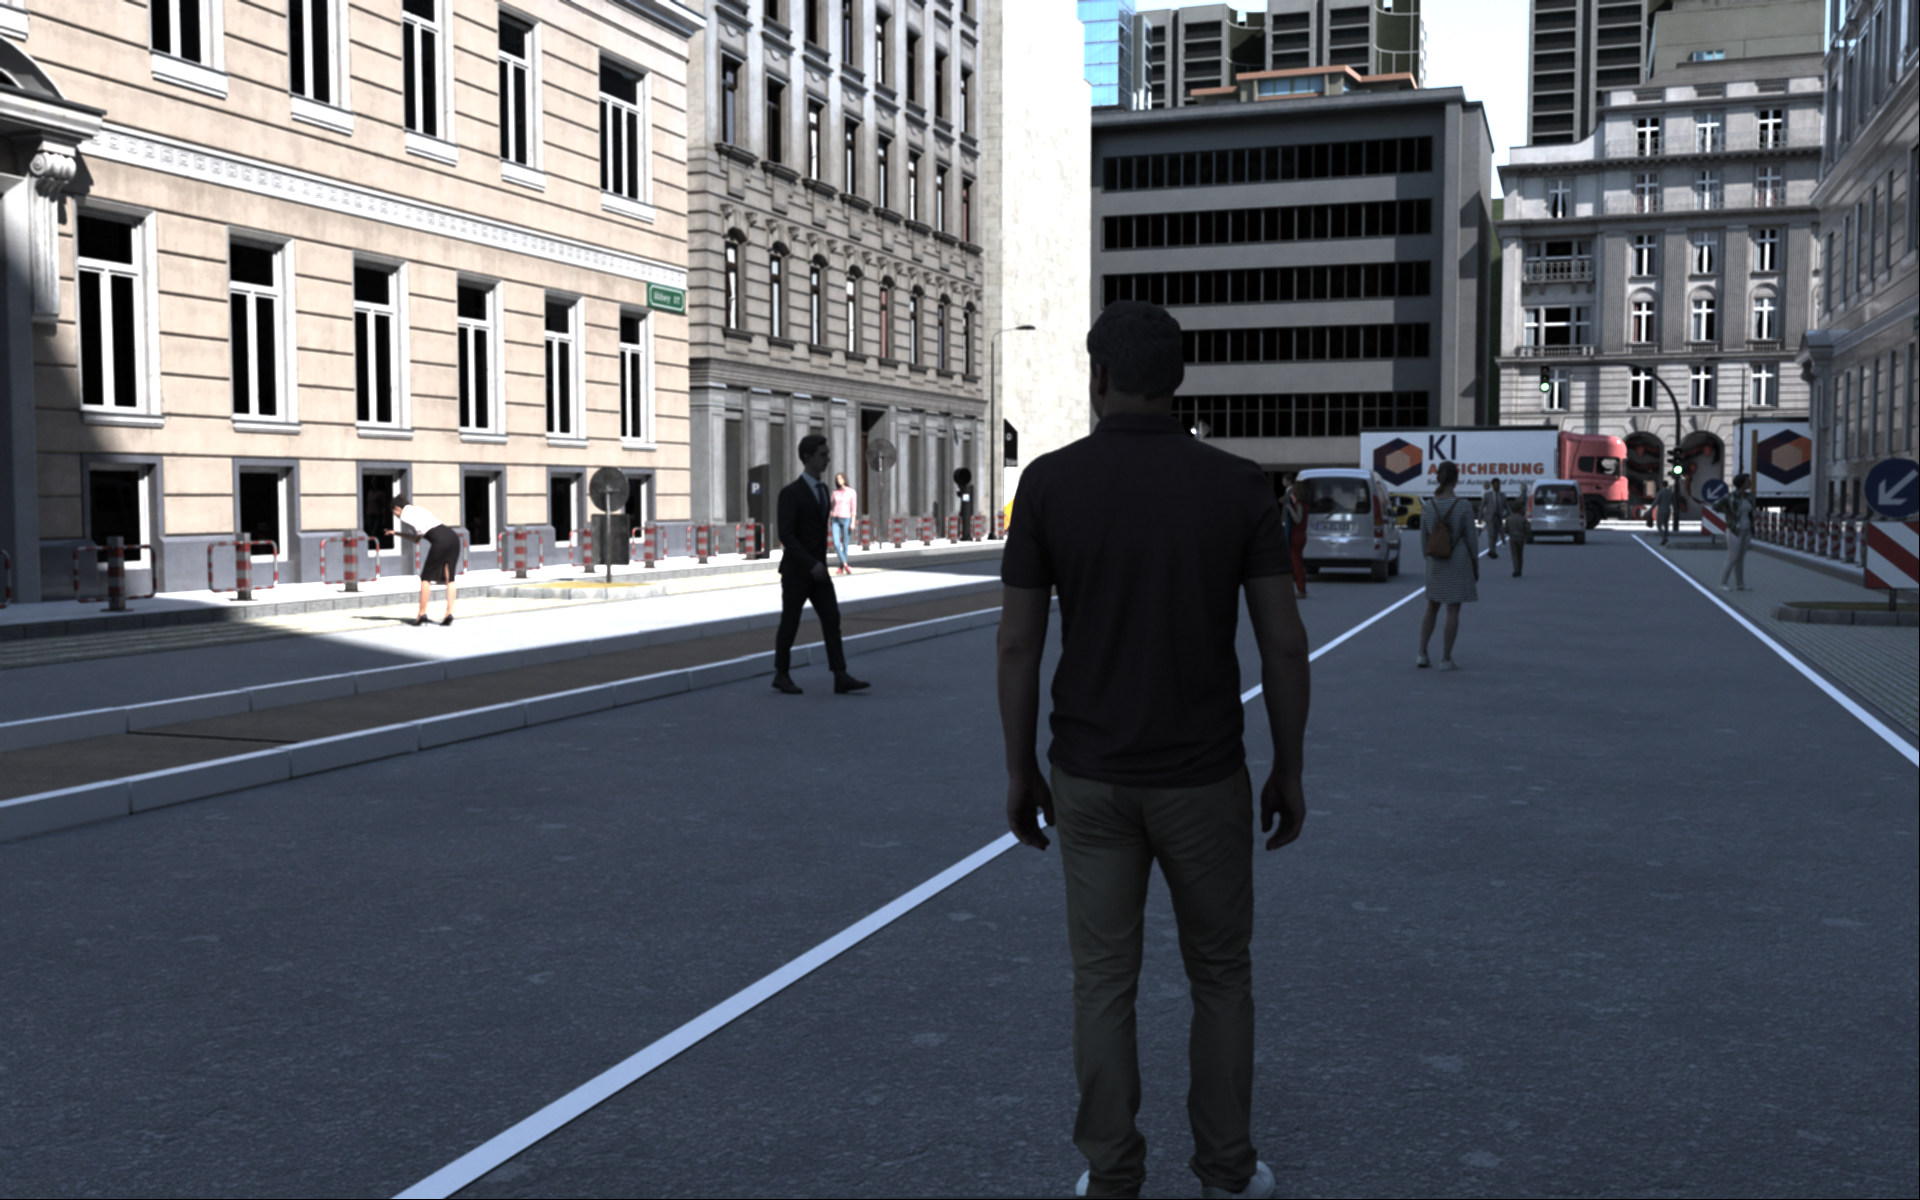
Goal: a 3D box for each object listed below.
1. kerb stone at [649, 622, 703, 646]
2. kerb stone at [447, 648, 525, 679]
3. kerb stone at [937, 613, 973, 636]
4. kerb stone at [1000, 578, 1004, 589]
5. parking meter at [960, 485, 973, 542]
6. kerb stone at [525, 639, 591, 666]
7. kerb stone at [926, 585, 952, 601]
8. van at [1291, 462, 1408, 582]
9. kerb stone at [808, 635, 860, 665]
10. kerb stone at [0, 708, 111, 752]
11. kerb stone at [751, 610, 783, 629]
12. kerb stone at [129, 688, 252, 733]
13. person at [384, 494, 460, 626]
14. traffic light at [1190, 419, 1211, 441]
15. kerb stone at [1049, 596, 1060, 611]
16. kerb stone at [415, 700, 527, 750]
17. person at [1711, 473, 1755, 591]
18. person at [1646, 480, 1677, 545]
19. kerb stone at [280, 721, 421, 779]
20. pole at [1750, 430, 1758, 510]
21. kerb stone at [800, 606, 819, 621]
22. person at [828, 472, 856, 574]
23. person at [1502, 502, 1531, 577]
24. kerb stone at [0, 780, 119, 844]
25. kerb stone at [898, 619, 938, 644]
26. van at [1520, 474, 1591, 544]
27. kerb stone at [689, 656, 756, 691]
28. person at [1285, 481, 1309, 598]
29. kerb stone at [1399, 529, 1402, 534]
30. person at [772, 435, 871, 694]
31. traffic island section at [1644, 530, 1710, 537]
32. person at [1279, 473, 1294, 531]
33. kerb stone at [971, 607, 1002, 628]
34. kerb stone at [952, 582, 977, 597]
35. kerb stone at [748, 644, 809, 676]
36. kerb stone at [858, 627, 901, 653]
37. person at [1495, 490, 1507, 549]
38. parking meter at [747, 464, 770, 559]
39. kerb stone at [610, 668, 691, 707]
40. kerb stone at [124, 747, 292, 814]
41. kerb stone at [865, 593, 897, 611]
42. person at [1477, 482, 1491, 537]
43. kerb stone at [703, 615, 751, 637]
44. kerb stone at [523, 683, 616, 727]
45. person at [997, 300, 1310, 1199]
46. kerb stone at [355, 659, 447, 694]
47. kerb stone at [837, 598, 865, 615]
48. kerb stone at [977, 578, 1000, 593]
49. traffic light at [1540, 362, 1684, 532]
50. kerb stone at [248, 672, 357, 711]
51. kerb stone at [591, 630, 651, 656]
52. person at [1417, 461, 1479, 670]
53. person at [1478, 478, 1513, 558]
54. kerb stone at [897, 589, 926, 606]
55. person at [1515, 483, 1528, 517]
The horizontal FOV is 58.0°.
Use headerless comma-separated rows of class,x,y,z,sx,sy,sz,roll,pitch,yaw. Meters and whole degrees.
kerb stone,-2.791,0.339,16.702,0.120,0.150,1.000,1,4,20
kerb stone,-3.827,0.515,13.790,0.120,0.150,1.000,1,4,20
kerb stone,-0.118,0.261,17.933,0.120,0.150,1.000,1,4,20
kerb stone,0.682,-0.255,26.367,0.120,0.150,1.000,1,4,20
parking meter,0.177,-2.358,46.964,0.372,1.533,0.369,0,3,0
kerb stone,-3.489,0.459,14.757,0.120,0.150,1.000,1,4,20
kerb stone,-0.365,-0.078,23.465,0.120,0.150,1.000,1,4,20
van,6.590,-1.384,29.634,2.013,2.044,4.112,1,4,18
kerb stone,-1.146,0.438,15.033,0.120,0.150,1.000,1,4,20
kerb stone,-5.216,0.751,9.918,0.120,0.150,1.000,1,4,20
kerb stone,-2.094,0.218,18.637,0.120,0.150,1.000,1,4,20
kerb stone,-4.875,0.697,10.885,0.120,0.150,1.000,1,4,20
person,-5.847,-0.437,18.833,0.799,1.438,0.628,-1,4,-16
traffic light,8.979,-4.636,64.719,0.839,4.253,0.868,1,4,20
kerb stone,1.275,0.028,21.799,0.120,0.150,1.000,1,4,20
kerb stone,-2.897,0.736,10.177,0.120,0.150,1.000,1,4,20
person,11.494,-1.003,25.618,0.841,1.734,0.376,-2,4,-24
person,19.684,-2.439,48.501,0.709,1.813,0.853,-1,4,-14
kerb stone,-3.247,0.795,9.202,0.120,0.150,1.000,1,4,20
pole,25.232,-3.745,55.070,0.158,3.312,0.155,0,3,0
kerb stone,-1.748,0.158,19.605,0.120,0.150,1.000,1,4,20
person,-2.131,-1.370,30.914,0.555,1.821,0.388,0,4,4
person,9.652,-1.057,30.059,0.475,1.303,0.640,1,4,10
kerb stone,-3.930,0.913,7.270,0.120,0.150,1.000,1,4,20
kerb stone,-0.468,0.320,16.967,0.120,0.150,1.000,1,4,20
van,17.459,-2.680,50.837,2.013,2.044,4.112,1,4,18
kerb stone,-1.844,0.561,13.095,0.120,0.150,1.000,1,4,20
person,4.608,-0.830,23.782,0.444,1.614,0.593,3,5,43
kerb stone,15.827,-2.460,62.462,0.120,0.150,1.000,1,4,20
person,-1.019,-0.252,12.394,0.755,1.850,0.659,2,4,30
traffic island section,24.520,-2.264,59.304,2.009,0.180,2.903,1,4,20
person,6.451,-1.542,33.682,0.822,1.834,0.622,0,4,1
kerb stone,0.233,0.202,18.900,0.120,0.150,1.000,1,4,20
kerb stone,-0.022,-0.137,24.430,0.120,0.150,1.000,1,4,20
kerb stone,-1.509,0.497,14.074,0.120,0.150,1.000,1,4,20
kerb stone,-0.805,0.381,15.999,0.120,0.150,1.000,1,4,20
person,14.136,-2.161,45.651,0.589,1.601,0.330,3,5,43
parking meter,-3.959,-1.735,34.083,0.399,1.863,0.255,2,4,27
kerb stone,-2.198,0.616,12.127,0.120,0.150,1.000,1,4,20
kerb stone,-3.588,0.856,8.236,0.120,0.150,1.000,1,4,20
kerb stone,-1.061,0.040,21.537,0.120,0.150,1.000,1,4,20
person,17.212,-2.958,56.747,0.818,1.842,0.514,-2,4,-26
kerb stone,-2.439,0.278,17.669,0.120,0.150,1.000,1,4,20
kerb stone,-2.547,0.676,11.146,0.120,0.150,1.000,1,4,20
person,0.386,0.319,3.418,0.598,1.807,0.434,1,4,14
kerb stone,-4.174,0.573,12.822,0.120,0.150,1.000,1,4,20
kerb stone,-1.412,0.099,20.573,0.120,0.150,1.000,1,4,20
kerb stone,0.330,-0.196,25.405,0.120,0.150,1.000,1,4,20
traffic light,22.486,-5.205,59.770,4.771,5.953,1.251,1,4,20
kerb stone,-4.526,0.633,11.851,0.120,0.150,1.000,1,4,20
kerb stone,-3.137,0.403,15.737,0.120,0.150,1.000,1,4,20
person,3.966,-0.283,14.133,0.512,1.701,0.522,2,4,29
person,11.926,-1.827,38.638,0.678,1.792,0.850,0,4,-5
kerb stone,-0.712,-0.019,22.501,0.120,0.150,1.000,1,4,20
person,19.076,-3.072,58.904,0.526,1.800,0.537,2,4,29
